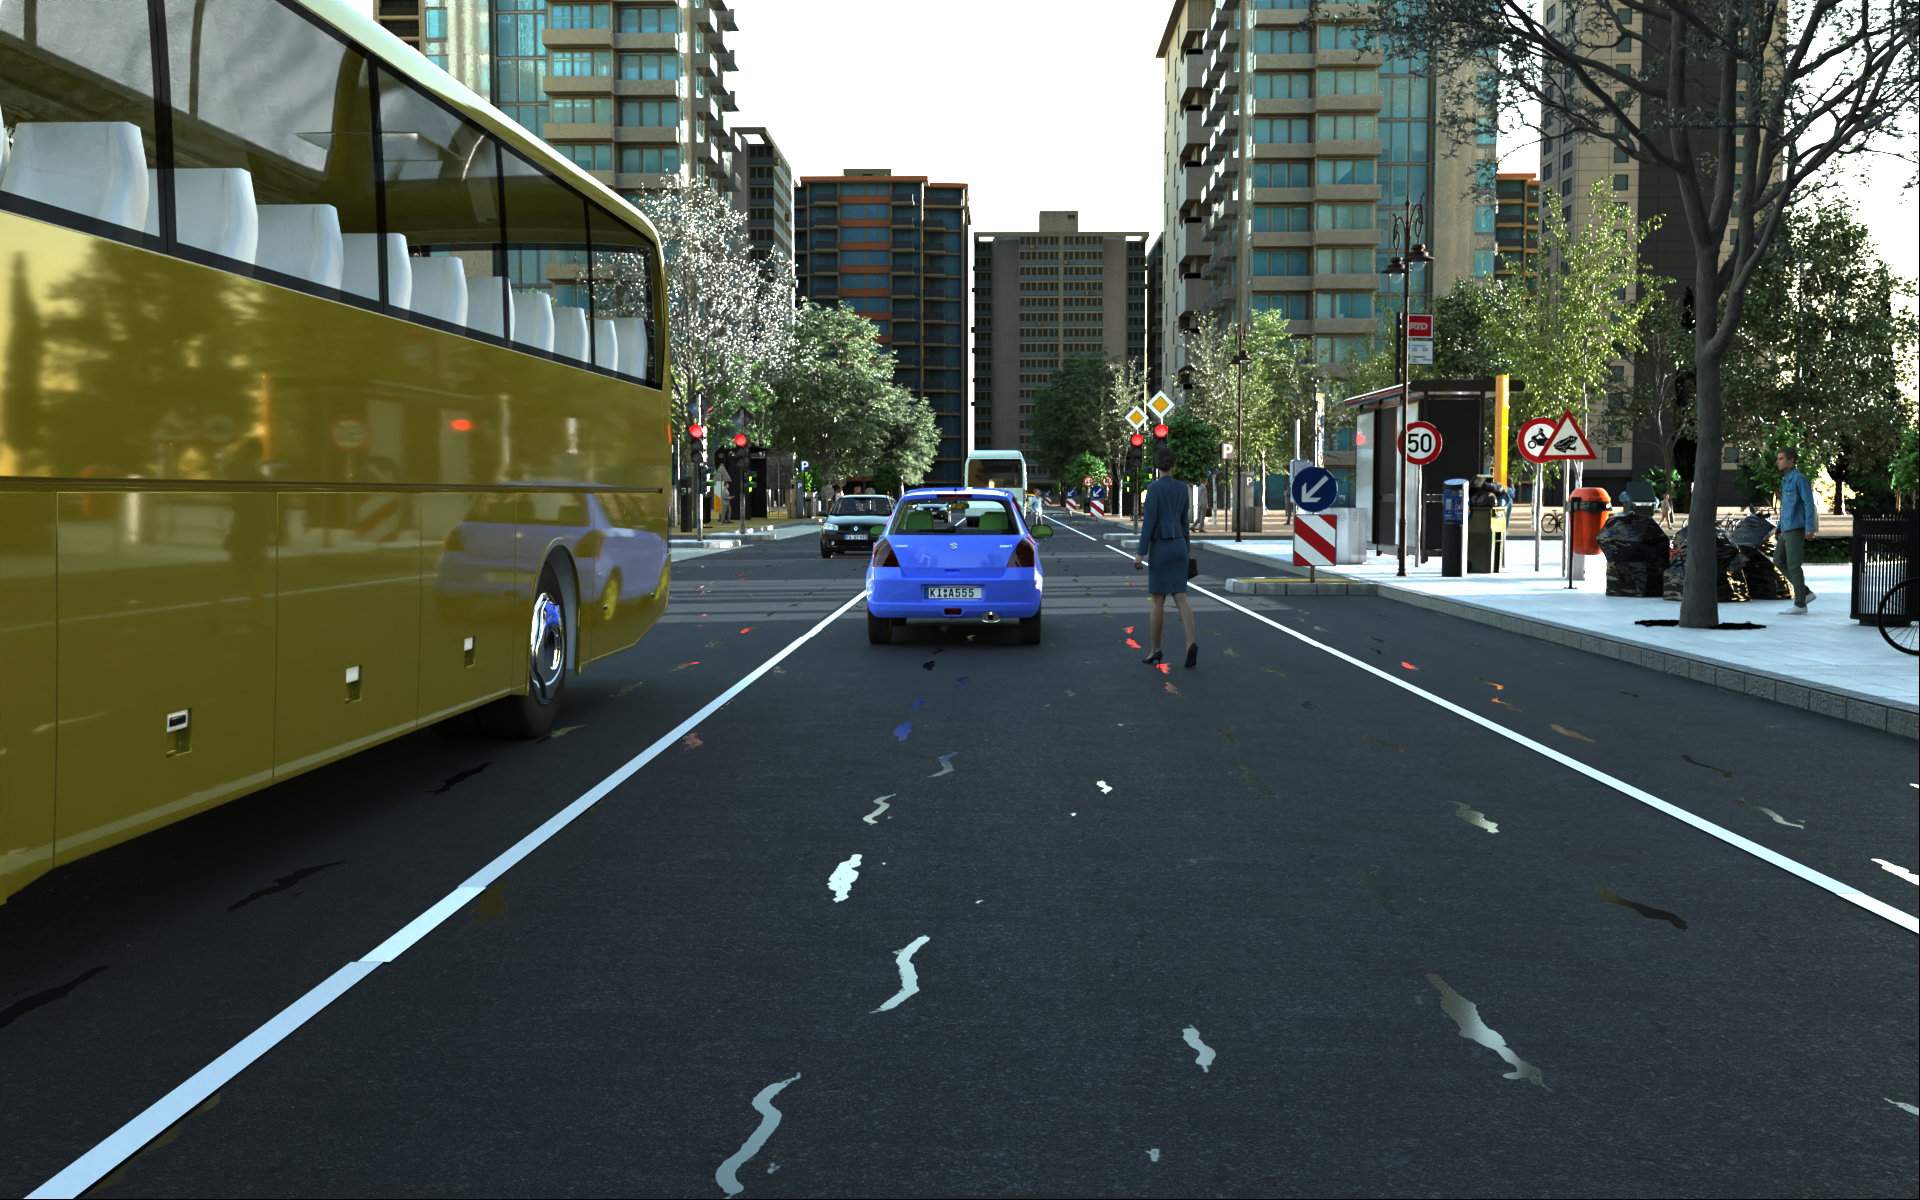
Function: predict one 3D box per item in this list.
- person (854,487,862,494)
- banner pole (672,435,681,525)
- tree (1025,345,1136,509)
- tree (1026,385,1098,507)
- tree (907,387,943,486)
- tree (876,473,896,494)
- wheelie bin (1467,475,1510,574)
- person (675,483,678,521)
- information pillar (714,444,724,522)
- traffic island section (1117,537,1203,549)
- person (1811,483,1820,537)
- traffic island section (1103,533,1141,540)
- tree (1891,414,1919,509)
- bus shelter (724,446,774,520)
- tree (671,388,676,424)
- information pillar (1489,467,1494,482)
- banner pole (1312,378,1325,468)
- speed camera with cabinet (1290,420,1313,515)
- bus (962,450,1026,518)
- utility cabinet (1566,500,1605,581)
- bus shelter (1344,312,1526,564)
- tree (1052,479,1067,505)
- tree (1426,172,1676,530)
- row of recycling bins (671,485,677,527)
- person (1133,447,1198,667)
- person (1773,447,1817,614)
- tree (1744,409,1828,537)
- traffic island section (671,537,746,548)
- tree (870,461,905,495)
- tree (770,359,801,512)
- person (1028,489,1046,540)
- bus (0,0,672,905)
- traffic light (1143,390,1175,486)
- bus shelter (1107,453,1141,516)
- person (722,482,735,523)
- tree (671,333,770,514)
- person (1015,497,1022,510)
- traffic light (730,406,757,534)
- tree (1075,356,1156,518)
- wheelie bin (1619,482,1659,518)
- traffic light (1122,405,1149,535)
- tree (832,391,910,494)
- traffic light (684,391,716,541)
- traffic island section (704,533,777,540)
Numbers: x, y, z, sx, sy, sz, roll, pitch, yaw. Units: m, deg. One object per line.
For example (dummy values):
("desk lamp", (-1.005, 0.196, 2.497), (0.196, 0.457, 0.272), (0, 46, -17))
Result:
("person", (-5.422, -5.091, 91.709), (0.580, 1.828, 0.573), (2, 4, 31))
("banner pole", (-12.068, -5.064, 72.817), (0.863, 3.779, 0.401), (-2, 4, -24))
("tree", (10.463, -14.763, 148.026), (9.857, 13.997, 8.962), (0, 3, 0))
("tree", (9.945, -14.714, 166.322), (9.928, 11.665, 9.643), (0, 3, 0))
("tree", (-6.733, -17.776, 197.289), (9.857, 13.997, 8.962), (0, 3, 0))
("tree", (-7.032, -10.116, 160.005), (1.663, 3.219, 1.824), (0, 3, 0))
("wheelie bin", (8.527, -1.241, 28.206), (0.693, 1.594, 0.980), (3, 5, 42))
("person", (-13.931, -4.755, 83.635), (0.795, 1.843, 0.661), (2, 4, 25))
("information pillar", (-11.209, -5.465, 80.713), (0.504, 3.616, 0.183), (-2, 4, -29))
("traffic island section", (5.425, -1.508, 46.939), (2.009, 0.180, 2.903), (0, 4, 1))
("person", (23.971, -2.449, 48.765), (0.478, 1.798, 0.641), (3, 5, 39))
("traffic island section", (5.598, -1.996, 54.923), (2.009, 0.180, 2.903), (0, 4, 1))
("tree", (23.057, -2.894, 41.918), (1.663, 3.219, 1.824), (0, 3, 0))
("bus shelter", (-10.619, -5.869, 87.236), (1.731, 3.624, 6.357), (0, 4, 1))
("tree", (-20.424, -10.270, 102.319), (7.601, 10.594, 8.767), (1, 4, 22))
("information pillar", (14.558, -2.600, 47.010), (0.304, 2.012, 0.304), (0, 4, -5))
("banner pole", (7.784, -2.914, 37.665), (0.401, 3.779, 0.863), (2, 4, 30))
("speed camera with cabinet", (9.222, -3.146, 45.766), (0.660, 3.252, 2.038), (0, 4, -1))
("bus", (1.530, -5.159, 79.201), (2.948, 3.499, 13.247), (0, 4, 0))
("utility cabinet", (9.448, -0.916, 26.140), (0.306, 1.237, 1.020), (3, 4, 37))
("bus shelter", (9.402, -3.573, 36.054), (2.179, 5.291, 8.768), (0, 4, 1))
("tree", (11.716, -13.001, 207.162), (1.663, 3.219, 1.824), (0, 3, 0))
("tree", (13.933, -5.455, 39.544), (4.737, 8.622, 4.395), (0, 3, 0))
("row of recycling bins", (-11.703, -3.651, 66.810), (1.069, 1.692, 3.534), (0, 4, 4))
("person", (1.737, -0.362, 14.444), (0.581, 1.822, 0.654), (-1, 4, -18))
("person", (8.932, -0.740, 18.489), (0.444, 1.785, 0.601), (1, 4, 19))
("tree", (18.627, -2.746, 39.498), (1.663, 3.219, 1.824), (0, 3, 0))
("traffic island section", (-7.113, -1.525, 47.215), (2.009, 0.180, 2.903), (0, 4, 1))
("tree", (-7.120, -11.250, 167.652), (4.285, 4.588, 4.351), (0, 3, 0))
("tree", (-13.967, -12.059, 122.921), (9.928, 11.665, 9.643), (0, 3, 0))
("person", (2.423, -2.715, 54.704), (0.589, 1.601, 0.330), (-2, 4, -32))
("bus", (-3.737, -0.969, 7.386), (2.896, 3.916, 12.252), (0, 4, 2))
("traffic light", (5.385, -3.542, 46.826), (0.839, 4.253, 0.868), (0, 4, 1))
("bus shelter", (9.764, -6.841, 103.129), (1.731, 3.624, 6.357), (0, 4, 1))
("person", (-10.152, -4.254, 75.794), (0.583, 1.804, 0.606), (0, 4, 6))
("tree", (-17.994, -11.364, 111.556), (9.928, 11.665, 9.643), (0, 3, 0))
("person", (2.225, -3.346, 67.489), (0.425, 1.301, 0.394), (1, 4, 12))
("traffic light", (-6.901, -4.045, 55.062), (0.839, 4.253, 0.868), (0, 4, 1))
("tree", (8.480, -8.704, 92.667), (4.360, 8.622, 3.978), (0, 3, 0))
("wheelie bin", (17.559, -2.262, 44.899), (0.980, 1.594, 0.693), (0, 4, -1))
("traffic light", (5.558, -4.030, 54.809), (0.839, 4.253, 0.868), (0, 4, 1))
("tree", (-7.834, -12.900, 145.323), (8.767, 10.594, 7.601), (2, 4, 26))
("traffic light", (-7.073, -3.557, 47.079), (0.839, 4.253, 0.868), (0, 4, 1))
("traffic island section", (-6.940, -2.013, 55.198), (2.009, 0.180, 2.903), (0, 4, 1))
